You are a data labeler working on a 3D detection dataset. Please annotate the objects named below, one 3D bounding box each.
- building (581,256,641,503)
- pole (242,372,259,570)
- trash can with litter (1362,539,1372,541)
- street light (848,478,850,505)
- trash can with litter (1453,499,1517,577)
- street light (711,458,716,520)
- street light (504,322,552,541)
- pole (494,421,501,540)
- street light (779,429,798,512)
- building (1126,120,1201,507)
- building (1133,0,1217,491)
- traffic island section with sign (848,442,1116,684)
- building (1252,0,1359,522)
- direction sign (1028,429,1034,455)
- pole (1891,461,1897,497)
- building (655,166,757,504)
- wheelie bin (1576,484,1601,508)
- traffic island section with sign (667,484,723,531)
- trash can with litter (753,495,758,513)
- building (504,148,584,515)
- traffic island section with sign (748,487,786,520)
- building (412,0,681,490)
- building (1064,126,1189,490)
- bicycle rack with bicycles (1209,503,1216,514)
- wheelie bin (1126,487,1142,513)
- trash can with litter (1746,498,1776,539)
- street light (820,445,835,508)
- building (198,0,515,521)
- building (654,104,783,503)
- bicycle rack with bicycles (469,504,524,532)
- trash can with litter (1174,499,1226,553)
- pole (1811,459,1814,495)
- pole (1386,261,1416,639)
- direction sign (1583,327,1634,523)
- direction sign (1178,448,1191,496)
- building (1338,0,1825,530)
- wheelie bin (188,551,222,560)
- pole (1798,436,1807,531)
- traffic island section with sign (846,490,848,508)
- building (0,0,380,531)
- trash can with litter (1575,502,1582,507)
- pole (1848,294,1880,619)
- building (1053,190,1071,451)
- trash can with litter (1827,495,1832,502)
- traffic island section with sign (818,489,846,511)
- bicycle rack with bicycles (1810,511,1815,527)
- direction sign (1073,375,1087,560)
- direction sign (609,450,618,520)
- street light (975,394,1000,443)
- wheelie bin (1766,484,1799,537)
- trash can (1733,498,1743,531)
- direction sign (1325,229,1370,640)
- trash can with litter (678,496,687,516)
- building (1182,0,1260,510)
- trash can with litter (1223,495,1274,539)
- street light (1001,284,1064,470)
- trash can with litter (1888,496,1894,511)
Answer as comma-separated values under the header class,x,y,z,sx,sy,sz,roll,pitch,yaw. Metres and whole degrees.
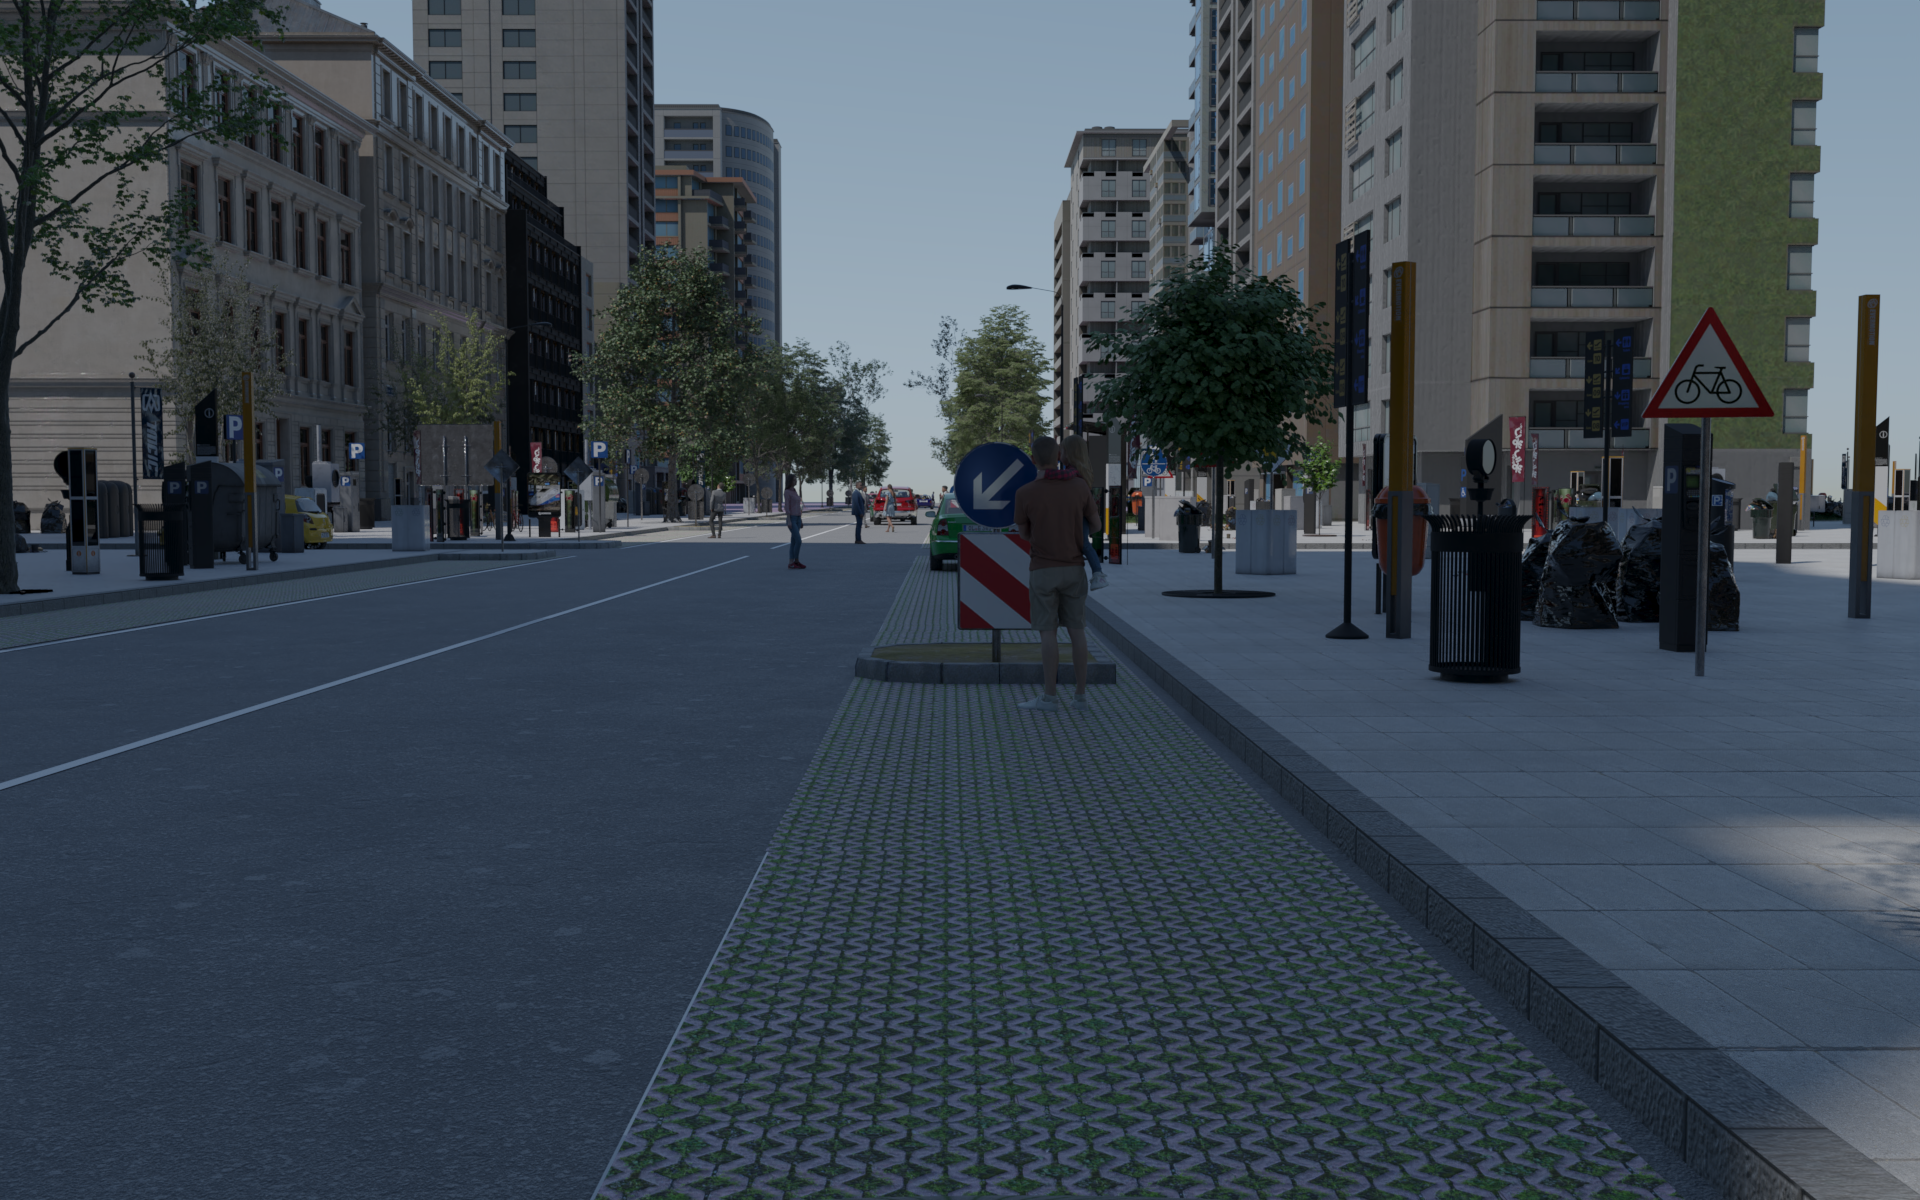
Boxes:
class,x,y,z,sx,sy,sz,roll,pitch,yaw
building,-41.314,-17.793,135.950,27.650,21.520,28.899,0,4,0
pole,-11.908,-2.153,29.047,0.158,3.312,0.155,0,3,0
trash can with litter,12.319,-2.231,47.534,1.678,1.210,2.233,-3,5,-42
street light,-12.710,-14.288,206.143,1.470,5.913,1.316,0,4,0
trash can with litter,8.463,-0.973,26.959,1.678,1.210,2.233,0,4,-5
street light,-11.946,-7.015,87.239,1.470,5.913,1.316,0,4,0
street light,-11.719,-4.550,46.933,1.470,5.913,1.316,0,4,0
pole,-12.926,-3.342,48.485,0.158,3.312,0.155,0,3,0
street light,-12.163,-9.193,122.843,1.470,5.913,1.316,0,4,0
building,31.715,-29.344,171.661,32.217,40.220,23.993,0,4,0
building,27.248,-50.708,141.739,22.319,86.520,31.000,0,4,0
traffic island section with sign,0.172,-0.323,13.915,1.989,1.847,2.006,0,4,0
building,22.783,-26.635,85.589,14.600,45.320,14.200,0,4,0
direction sign,2.498,-4.214,60.896,0.379,3.537,0.876,0,4,-8
pole,57.552,-6.906,106.748,0.158,3.312,0.155,0,3,0
building,-39.147,-35.392,233.275,22.147,44.769,28.867,0,4,0
wheelie bin,19.976,-2.873,54.878,0.980,1.594,0.693,3,4,36
traffic island section with sign,-10.411,-3.645,68.227,1.989,1.847,2.006,0,4,0
trash can with litter,-14.184,-6.587,118.761,1.678,1.210,2.233,0,4,-4
building,-32.565,-17.357,113.465,12.332,23.373,15.834,0,4,0
traffic island section with sign,-10.595,-5.294,95.182,1.989,1.847,2.006,0,4,0
building,-36.837,-44.093,159.174,20.563,71.187,20.611,0,4,0
building,29.882,-40.111,245.045,28.713,52.752,27.495,0,4,0
bicycle rack with bicycles,13.491,-5.151,97.600,2.925,0.926,2.852,-1,4,-9
wheelie bin,8.319,-4.538,82.106,0.693,1.594,0.980,3,5,45
trash can with litter,23.035,-2.329,49.467,1.055,1.170,0.624,-1,4,-22
street light,-12.459,-11.658,163.147,1.470,5.913,1.316,0,4,0
building,-33.002,-18.082,92.910,12.463,27.353,25.104,0,4,0
building,-38.744,-44.035,261.963,21.231,58.520,28.212,0,4,0
bicycle rack with bicycles,-16.210,-2.784,58.906,2.852,0.926,2.925,-1,4,-23
trash can with litter,5.218,-1.611,37.728,1.055,1.170,0.624,0,4,-7
pole,49.440,-6.529,100.595,0.158,3.312,0.155,0,3,0
pole,3.904,-1.314,15.321,0.158,3.312,0.155,0,3,0
direction sign,8.944,-1.955,23.958,0.379,3.537,0.876,-2,4,-23
direction sign,7.913,-4.229,61.148,0.379,3.537,0.876,-1,4,-22
building,23.357,-23.473,67.373,14.086,41.232,14.154,0,4,0
wheelie bin,-14.792,-1.599,34.054,0.693,1.594,0.980,0,4,-7
pole,29.428,-4.076,60.485,0.158,3.312,0.155,0,3,0
traffic island section with sign,-11.137,-10.087,173.553,1.989,1.847,2.006,0,4,0
building,-32.545,-14.298,69.925,11.583,22.565,21.152,0,4,0
trash can with litter,17.373,-2.267,48.455,1.055,1.170,0.624,0,4,3
pole,9.302,-1.466,17.817,0.158,3.312,0.155,0,3,0
building,25.853,-39.518,269.813,21.300,48.544,21.600,0,4,0
trash can with litter,55.252,-6.027,109.603,1.678,1.210,2.233,3,5,43
traffic island section with sign,-10.946,-8.439,146.599,1.989,1.847,2.006,0,4,0
bicycle rack with bicycles,32.759,-3.402,69.010,2.852,0.926,2.925,1,4,16
direction sign,2.280,-2.538,33.489,0.379,3.537,0.876,0,4,-7
direction sign,-17.253,-5.769,86.316,0.379,3.537,0.876,-3,4,-39
street light,1.413,-6.617,80.733,1.470,5.913,1.316,0,4,0
wheelie bin,24.806,-2.717,52.330,0.980,1.594,0.693,-1,4,-14
trash can,26.783,-2.966,60.150,0.748,1.137,0.748,0,3,0
direction sign,3.454,-1.428,15.345,0.379,3.537,0.876,0,4,-5
trash can with litter,-16.203,-5.423,100.057,0.624,1.170,1.055,-2,4,-31
building,25.937,-41.096,110.180,20.563,71.187,20.611,0,4,0
trash can with litter,8.381,-2.366,49.736,2.233,1.210,1.678,1,4,19
street light,1.724,-4.034,38.504,1.470,5.913,1.316,0,4,0
trash can with litter,58.179,-5.904,107.914,0.624,1.170,1.055,-1,4,-15
